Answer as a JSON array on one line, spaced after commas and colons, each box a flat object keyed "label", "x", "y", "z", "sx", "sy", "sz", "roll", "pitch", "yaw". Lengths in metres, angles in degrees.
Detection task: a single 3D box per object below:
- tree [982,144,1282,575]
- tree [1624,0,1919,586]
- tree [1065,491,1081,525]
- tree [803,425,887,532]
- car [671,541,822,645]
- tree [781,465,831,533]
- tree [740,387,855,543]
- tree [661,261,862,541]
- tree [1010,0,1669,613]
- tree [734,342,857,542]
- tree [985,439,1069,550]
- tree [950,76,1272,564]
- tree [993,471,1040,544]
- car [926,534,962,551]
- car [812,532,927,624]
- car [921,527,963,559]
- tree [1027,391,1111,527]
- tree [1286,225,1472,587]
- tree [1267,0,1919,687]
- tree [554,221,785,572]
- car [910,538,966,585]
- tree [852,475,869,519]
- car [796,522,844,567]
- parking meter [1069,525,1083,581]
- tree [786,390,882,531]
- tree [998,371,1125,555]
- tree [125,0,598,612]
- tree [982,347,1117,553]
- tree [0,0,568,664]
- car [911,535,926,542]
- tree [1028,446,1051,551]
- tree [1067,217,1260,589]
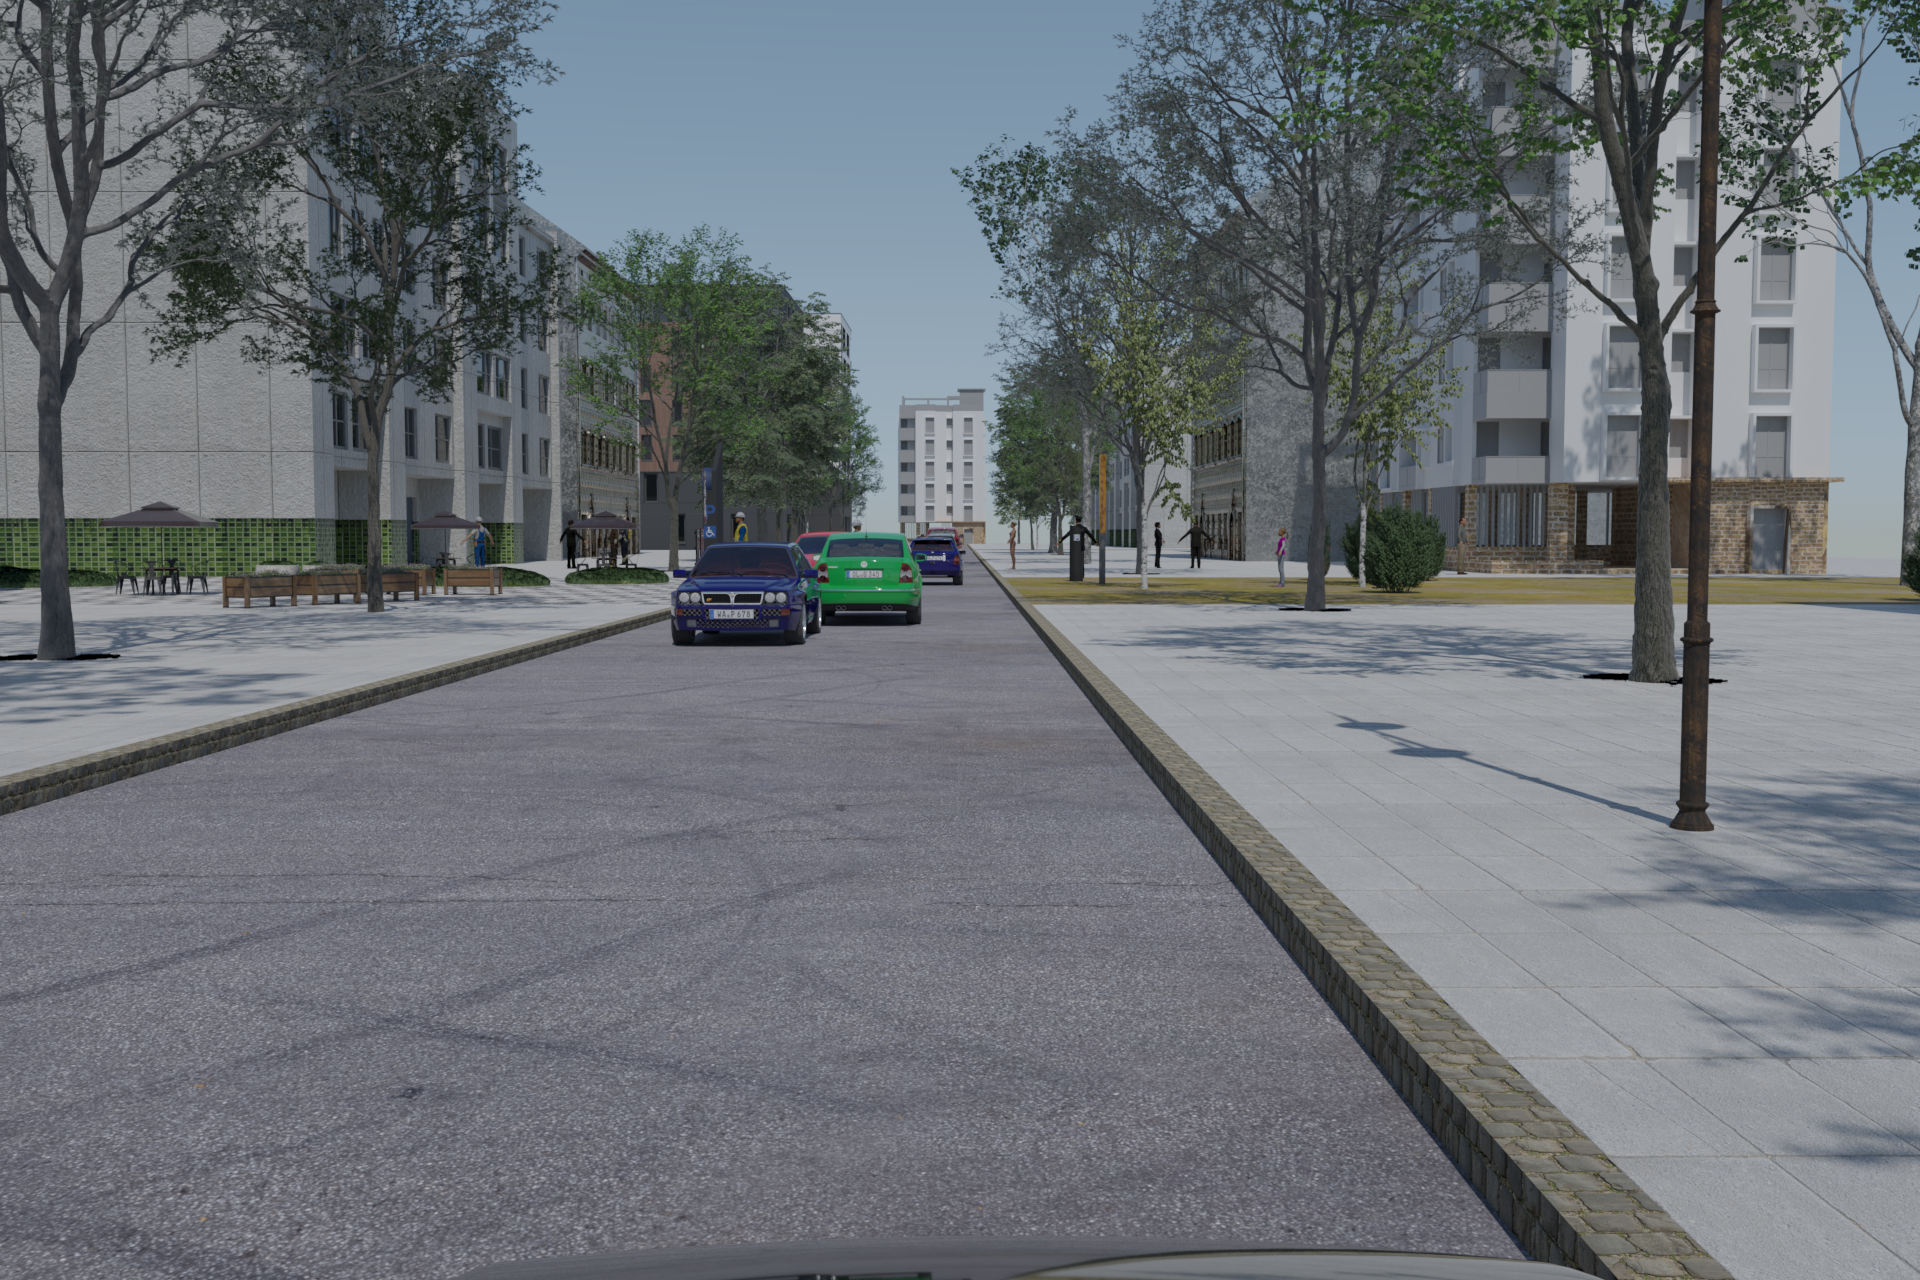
[{"label": "tree", "x": 5.658, "y": -8.825, "z": 54.661, "sx": 12.009, "sy": 13.543, "sz": 11.850, "roll": 0, "pitch": 3, "yaw": 0}, {"label": "tree", "x": 23.595, "y": -11.511, "z": 44.098, "sx": 12.611, "sy": 20.169, "sz": 13.585, "roll": 0, "pitch": 3, "yaw": 0}, {"label": "tree", "x": 17.370, "y": -18.921, "z": 227.487, "sx": 7.486, "sy": 12.596, "sz": 7.792, "roll": 0, "pitch": 3, "yaw": 0}, {"label": "tree", "x": -9.522, "y": -12.374, "z": 136.727, "sx": 8.767, "sy": 10.594, "sz": 7.601, "roll": 1, "pitch": 4, "yaw": 16}, {"label": "car", "x": -2.867, "y": -0.679, "z": 23.684, "sx": 1.945, "sy": 1.354, "sz": 3.894, "roll": 0, "pitch": 3, "yaw": 0}, {"label": "tree", "x": -10.021, "y": -10.002, "z": 113.902, "sx": 4.360, "sy": 8.622, "sz": 3.978, "roll": 0, "pitch": 3, "yaw": 0}, {"label": "tree", "x": -10.103, "y": -11.010, "z": 105.776, "sx": 9.928, "sy": 11.665, "sz": 9.643, "roll": 0, "pitch": 3, "yaw": 0}, {"label": "tree", "x": -9.207, "y": -10.597, "z": 79.915, "sx": 9.857, "sy": 13.997, "sz": 8.962, "roll": 0, "pitch": 3, "yaw": 0}, {"label": "tree", "x": 6.072, "y": -7.223, "z": 28.462, "sx": 12.009, "sy": 13.543, "sz": 11.850, "roll": 0, "pitch": 3, "yaw": 0}, {"label": "tree", "x": -9.559, "y": -10.188, "z": 92.330, "sx": 9.928, "sy": 11.665, "sz": 9.643, "roll": 0, "pitch": 3, "yaw": 0}, {"label": "tree", "x": 5.478, "y": -12.452, "z": 138.001, "sx": 7.601, "sy": 10.594, "sz": 8.767, "roll": 1, "pitch": 4, "yaw": 12}, {"label": "tree", "x": 6.325, "y": -13.229, "z": 72.178, "sx": 12.611, "sy": 20.169, "sz": 13.585, "roll": 0, "pitch": 3, "yaw": 0}, {"label": "tree", "x": 8.102, "y": -18.834, "z": 226.057, "sx": 7.486, "sy": 12.596, "sz": 7.792, "roll": 0, "pitch": 3, "yaw": 0}, {"label": "car", "x": -0.899, "y": -4.257, "z": 79.387, "sx": 2.009, "sy": 1.686, "sz": 4.222, "roll": 0, "pitch": 4, "yaw": 0}, {"label": "car", "x": -1.523, "y": -1.227, "z": 28.857, "sx": 1.959, "sy": 1.807, "sz": 4.718, "roll": 0, "pitch": 4, "yaw": -1}, {"label": "car", "x": -0.945, "y": -5.058, "z": 91.368, "sx": 2.281, "sy": 1.827, "sz": 5.304, "roll": 0, "pitch": 4, "yaw": -1}, {"label": "tree", "x": 5.848, "y": -8.272, "z": 85.607, "sx": 4.360, "sy": 8.622, "sz": 3.978, "roll": 0, "pitch": 3, "yaw": 0}, {"label": "tree", "x": 9.999, "y": -5.591, "z": 41.783, "sx": 4.737, "sy": 8.622, "sz": 4.395, "roll": 0, "pitch": 3, "yaw": 0}, {"label": "tree", "x": 5.945, "y": -5.450, "z": 14.868, "sx": 9.928, "sy": 11.665, "sz": 9.643, "roll": 0, "pitch": 3, "yaw": 0}, {"label": "tree", "x": -9.747, "y": -8.120, "z": 58.512, "sx": 9.928, "sy": 11.665, "sz": 9.643, "roll": 0, "pitch": 3, "yaw": 0}, {"label": "car", "x": -0.794, "y": -2.269, "z": 49.683, "sx": 1.945, "sy": 1.354, "sz": 3.894, "roll": 0, "pitch": 4, "yaw": -1}, {"label": "tree", "x": -15.370, "y": -17.908, "z": 227.200, "sx": 7.601, "sy": 10.594, "sz": 8.767, "roll": 1, "pitch": 4, "yaw": 9}, {"label": "car", "x": -2.732, "y": -1.673, "z": 36.389, "sx": 2.155, "sy": 1.783, "sz": 4.494, "roll": 0, "pitch": 4, "yaw": 0}, {"label": "parking meter", "x": 3.156, "y": -2.359, "z": 46.985, "sx": 0.372, "sy": 1.533, "sz": 0.369, "roll": 0, "pitch": 3, "yaw": 0}, {"label": "tree", "x": -9.217, "y": -12.104, "z": 123.652, "sx": 9.928, "sy": 11.665, "sz": 9.643, "roll": 0, "pitch": 3, "yaw": 0}, {"label": "tree", "x": 6.139, "y": -10.946, "z": 104.720, "sx": 9.928, "sy": 11.665, "sz": 9.643, "roll": 0, "pitch": 3, "yaw": 0}, {"label": "tree", "x": -9.727, "y": -5.714, "z": 27.830, "sx": 8.767, "sy": 10.594, "sz": 7.601, "roll": 1, "pitch": 4, "yaw": 17}, {"label": "tree", "x": 6.213, "y": -12.751, "z": 115.126, "sx": 9.857, "sy": 13.997, "sz": 8.962, "roll": 0, "pitch": 3, "yaw": 0}, {"label": "tree", "x": -9.301, "y": -6.551, "z": 17.478, "sx": 12.009, "sy": 13.543, "sz": 11.850, "roll": 0, "pitch": 3, "yaw": 0}, {"label": "car", "x": -2.525, "y": -6.903, "z": 125.449, "sx": 1.945, "sy": 1.354, "sz": 3.894, "roll": 0, "pitch": 4, "yaw": 0}, {"label": "tree", "x": 6.005, "y": -11.006, "z": 130.305, "sx": 4.737, "sy": 8.622, "sz": 4.395, "roll": 0, "pitch": 3, "yaw": 0}, {"label": "tree", "x": 4.524, "y": -5.496, "z": 40.215, "sx": 4.737, "sy": 8.622, "sz": 4.395, "roll": 0, "pitch": 3, "yaw": 0}]
